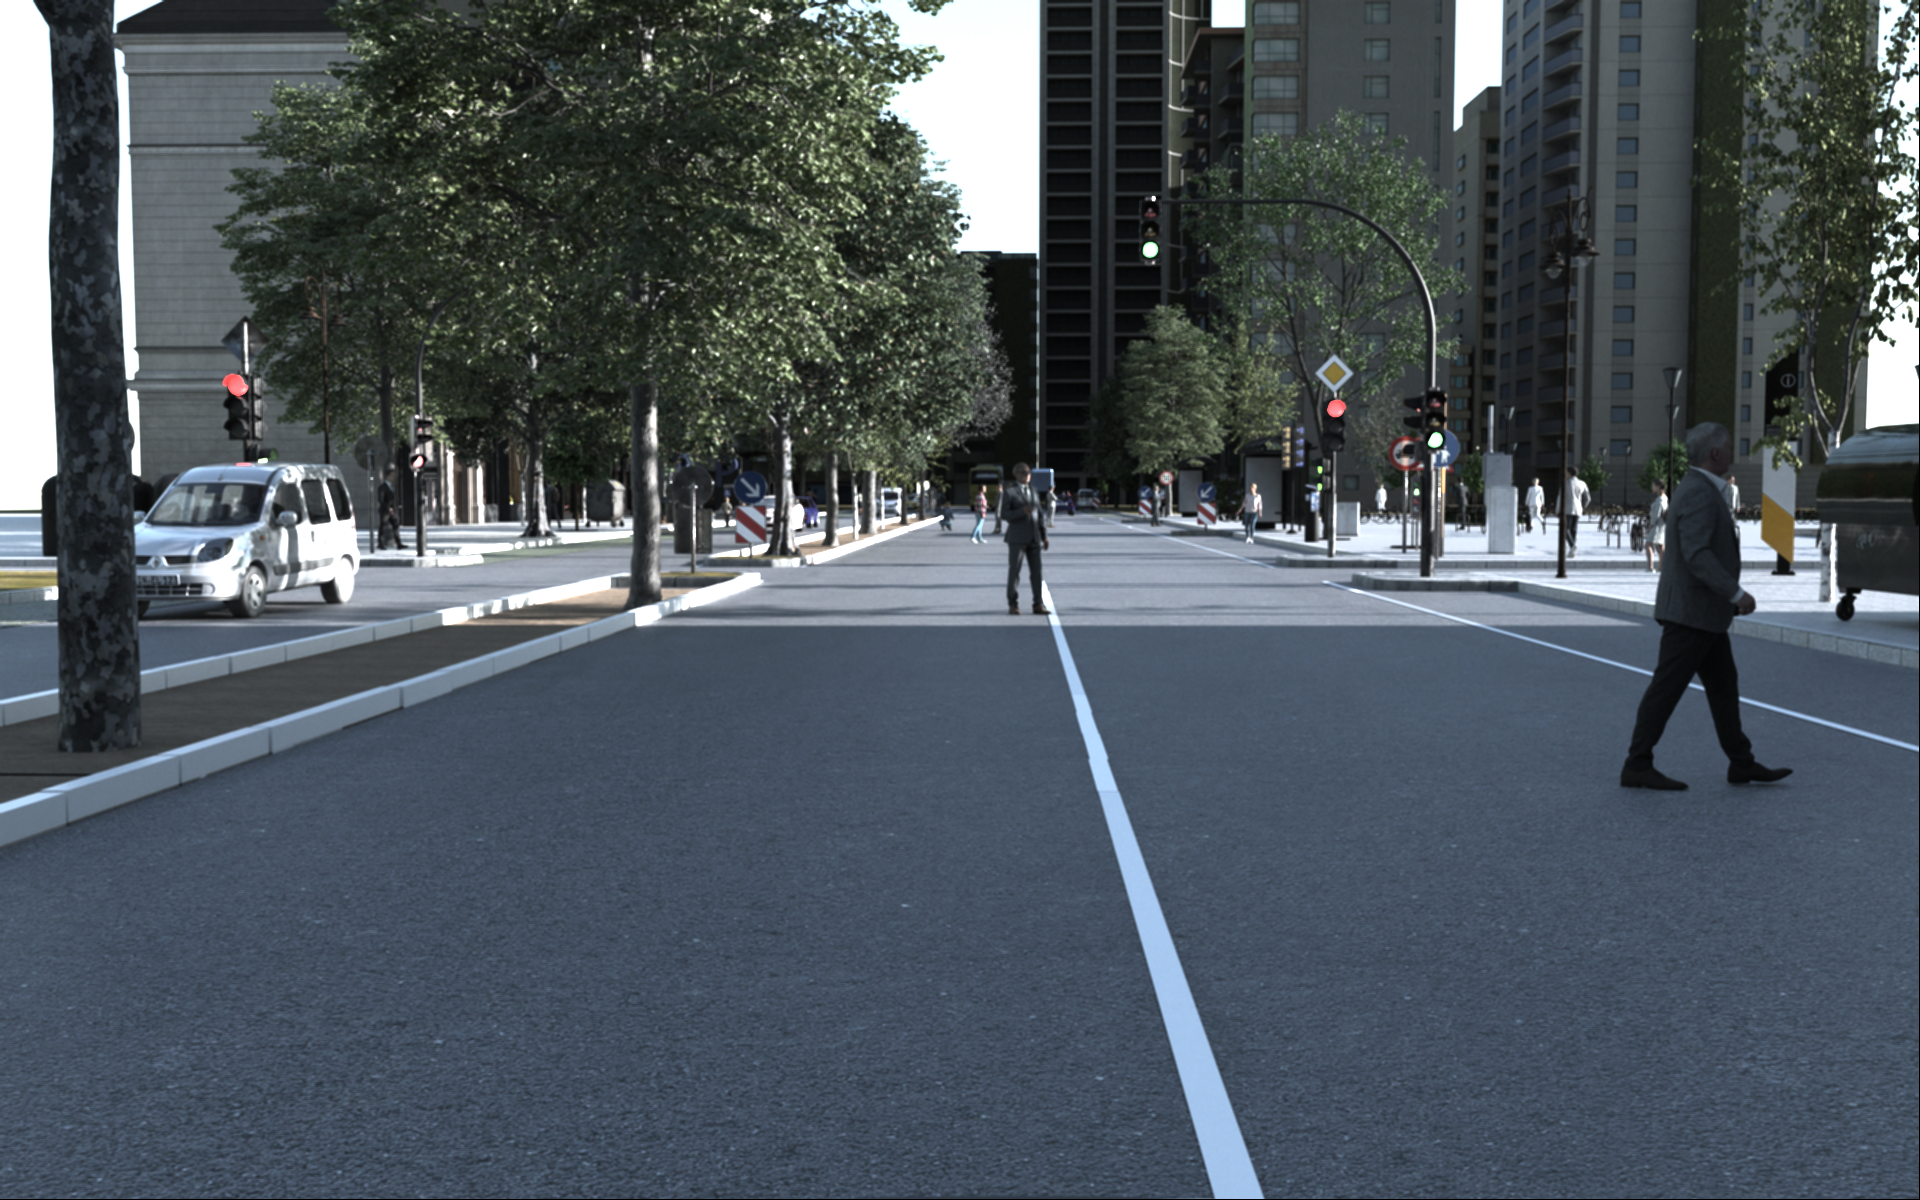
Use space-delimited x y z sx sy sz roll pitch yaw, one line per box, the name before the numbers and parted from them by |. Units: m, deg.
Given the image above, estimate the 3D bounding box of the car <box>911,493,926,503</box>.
car | -3.943 -8.715 152.074 1.945 1.707 3.694 0 4 1

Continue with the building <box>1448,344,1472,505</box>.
building | 44.903 -22.573 214.099 28.899 21.520 27.650 0 4 2

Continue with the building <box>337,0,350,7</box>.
building | -59.441 -38.358 169.160 28.212 58.520 21.231 0 4 2

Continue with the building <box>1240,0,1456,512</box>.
building | 27.576 -27.129 127.157 14.154 41.232 14.086 0 4 2

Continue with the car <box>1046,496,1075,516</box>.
car | 6.772 -6.372 116.767 1.945 1.354 3.894 0 3 0

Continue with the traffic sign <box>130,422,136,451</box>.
traffic sign | -13.302 -1.658 27.206 0.768 2.556 0.104 1 4 10

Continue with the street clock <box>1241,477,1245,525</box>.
street clock | 11.753 -4.081 71.299 0.358 2.002 0.471 2 4 33

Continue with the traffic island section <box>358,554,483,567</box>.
traffic island section | -11.031 -0.805 35.445 2.009 0.180 2.903 0 4 2

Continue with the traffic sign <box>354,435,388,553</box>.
traffic sign | -12.764 -2.289 37.531 0.768 2.556 0.104 0 4 8

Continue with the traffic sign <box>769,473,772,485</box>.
traffic sign | -11.400 -6.220 101.798 0.768 2.556 0.104 1 4 9

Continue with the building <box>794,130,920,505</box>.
building | -12.129 -34.168 208.764 14.200 45.320 14.600 0 4 2

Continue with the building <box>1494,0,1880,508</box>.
building | 68.036 -38.041 163.968 28.212 58.520 21.231 0 4 2

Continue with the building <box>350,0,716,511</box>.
building | -29.422 -30.428 121.195 21.300 48.544 21.600 0 4 2

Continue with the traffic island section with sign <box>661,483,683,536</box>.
traffic island section with sign | -9.944 -3.144 60.027 1.989 1.847 2.006 0 4 2

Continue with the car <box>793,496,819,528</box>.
car | -7.015 -3.745 73.812 1.945 1.354 3.894 0 4 1

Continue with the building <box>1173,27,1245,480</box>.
building | 32.175 -31.059 162.443 22.147 44.769 28.867 0 4 2

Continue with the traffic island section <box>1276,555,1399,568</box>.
traffic island section | 7.501 -0.770 34.877 2.009 0.180 2.903 0 4 2

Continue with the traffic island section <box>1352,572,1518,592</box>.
traffic island section | 7.258 -0.282 26.895 2.009 0.180 2.903 0 4 2

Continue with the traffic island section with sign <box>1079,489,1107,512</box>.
traffic island section with sign | 10.622 -7.845 136.901 1.989 1.847 2.006 0 4 2

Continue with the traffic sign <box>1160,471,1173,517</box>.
traffic sign | 11.404 -5.847 95.702 0.768 2.556 0.104 0 4 6

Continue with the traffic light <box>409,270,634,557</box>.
traffic light | -8.898 -3.707 35.281 4.771 5.953 1.251 0 4 2

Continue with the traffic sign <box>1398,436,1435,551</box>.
traffic sign | 10.331 -2.391 39.101 0.884 2.594 0.081 1 4 9

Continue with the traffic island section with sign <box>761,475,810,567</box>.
traffic island section with sign | -4.118 -1.636 34.891 2.006 1.907 1.989 0 4 2

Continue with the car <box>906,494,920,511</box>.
car | -3.796 -7.568 133.958 2.015 1.641 3.980 0 3 0

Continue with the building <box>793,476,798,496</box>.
building | -33.196 -38.311 215.620 27.495 52.752 28.713 0 4 2

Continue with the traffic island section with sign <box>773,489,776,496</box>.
traffic island section with sign | -9.116 -4.823 87.489 1.989 1.847 2.006 0 4 2

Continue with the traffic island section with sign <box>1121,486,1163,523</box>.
traffic island section with sign | 9.096 -4.773 86.671 1.989 1.847 2.006 0 4 2

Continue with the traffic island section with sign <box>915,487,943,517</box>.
traffic island section with sign | -1.834 -6.230 109.995 2.006 1.907 1.989 0 4 2

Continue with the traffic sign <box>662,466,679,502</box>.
traffic sign | -12.579 -4.592 75.186 0.768 2.556 0.104 0 4 4

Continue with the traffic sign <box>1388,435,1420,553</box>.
traffic sign | 9.701 -2.302 37.747 0.768 2.556 0.104 0 4 6

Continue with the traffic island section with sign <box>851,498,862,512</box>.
traffic island section with sign | -7.593 -7.861 137.147 1.989 1.847 2.006 0 4 2

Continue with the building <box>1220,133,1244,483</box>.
building | 28.170 -22.620 141.544 14.160 30.474 14.107 0 4 2

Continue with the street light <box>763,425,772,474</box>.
street light | -11.095 -7.766 99.758 0.468 5.910 1.993 0 4 2

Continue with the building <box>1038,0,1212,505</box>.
building | 19.840 -47.178 209.609 20.611 71.187 20.563 0 4 2

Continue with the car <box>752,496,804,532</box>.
car | -6.954 -3.194 64.586 2.083 1.381 4.827 0 4 3

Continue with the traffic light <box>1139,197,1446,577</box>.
traffic light | 5.124 -3.183 26.705 4.771 5.953 1.251 0 4 2

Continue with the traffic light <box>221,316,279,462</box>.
traffic light | -11.235 -2.349 27.328 0.839 4.253 0.868 0 4 2

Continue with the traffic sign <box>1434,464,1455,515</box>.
traffic sign | 11.654 -2.596 42.453 0.884 2.594 0.081 0 4 7

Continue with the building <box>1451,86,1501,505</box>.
building | 70.153 -35.813 209.245 21.600 48.544 21.300 0 4 2

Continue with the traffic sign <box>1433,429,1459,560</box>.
traffic sign | 9.310 -2.057 33.743 0.768 2.556 0.104 1 4 10

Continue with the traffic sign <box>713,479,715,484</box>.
traffic sign | -12.940 -5.706 93.289 0.884 2.594 0.081 1 4 11

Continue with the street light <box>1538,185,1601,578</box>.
street light | 9.216 -3.276 26.358 0.468 5.910 1.993 0 4 2

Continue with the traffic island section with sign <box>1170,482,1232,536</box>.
traffic island section with sign | 8.267 -3.109 59.464 1.989 1.847 2.006 0 4 2

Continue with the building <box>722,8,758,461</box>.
building | -24.262 -27.858 139.079 14.154 41.232 14.086 0 4 2

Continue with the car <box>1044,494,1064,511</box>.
car | 8.174 -8.251 146.709 2.131 1.459 4.920 0 4 1

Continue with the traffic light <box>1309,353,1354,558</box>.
traffic light | 7.462 -2.804 34.764 0.839 4.253 0.868 0 4 2

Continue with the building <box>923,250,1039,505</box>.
building | 2.397 -26.707 208.366 14.107 30.474 14.160 0 4 2

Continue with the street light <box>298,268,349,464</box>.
street light | -13.041 -3.844 35.630 0.468 5.910 1.993 0 4 2

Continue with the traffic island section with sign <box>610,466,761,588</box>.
traffic island section with sign | -4.353 -1.184 27.487 2.006 1.907 1.989 0 4 2
